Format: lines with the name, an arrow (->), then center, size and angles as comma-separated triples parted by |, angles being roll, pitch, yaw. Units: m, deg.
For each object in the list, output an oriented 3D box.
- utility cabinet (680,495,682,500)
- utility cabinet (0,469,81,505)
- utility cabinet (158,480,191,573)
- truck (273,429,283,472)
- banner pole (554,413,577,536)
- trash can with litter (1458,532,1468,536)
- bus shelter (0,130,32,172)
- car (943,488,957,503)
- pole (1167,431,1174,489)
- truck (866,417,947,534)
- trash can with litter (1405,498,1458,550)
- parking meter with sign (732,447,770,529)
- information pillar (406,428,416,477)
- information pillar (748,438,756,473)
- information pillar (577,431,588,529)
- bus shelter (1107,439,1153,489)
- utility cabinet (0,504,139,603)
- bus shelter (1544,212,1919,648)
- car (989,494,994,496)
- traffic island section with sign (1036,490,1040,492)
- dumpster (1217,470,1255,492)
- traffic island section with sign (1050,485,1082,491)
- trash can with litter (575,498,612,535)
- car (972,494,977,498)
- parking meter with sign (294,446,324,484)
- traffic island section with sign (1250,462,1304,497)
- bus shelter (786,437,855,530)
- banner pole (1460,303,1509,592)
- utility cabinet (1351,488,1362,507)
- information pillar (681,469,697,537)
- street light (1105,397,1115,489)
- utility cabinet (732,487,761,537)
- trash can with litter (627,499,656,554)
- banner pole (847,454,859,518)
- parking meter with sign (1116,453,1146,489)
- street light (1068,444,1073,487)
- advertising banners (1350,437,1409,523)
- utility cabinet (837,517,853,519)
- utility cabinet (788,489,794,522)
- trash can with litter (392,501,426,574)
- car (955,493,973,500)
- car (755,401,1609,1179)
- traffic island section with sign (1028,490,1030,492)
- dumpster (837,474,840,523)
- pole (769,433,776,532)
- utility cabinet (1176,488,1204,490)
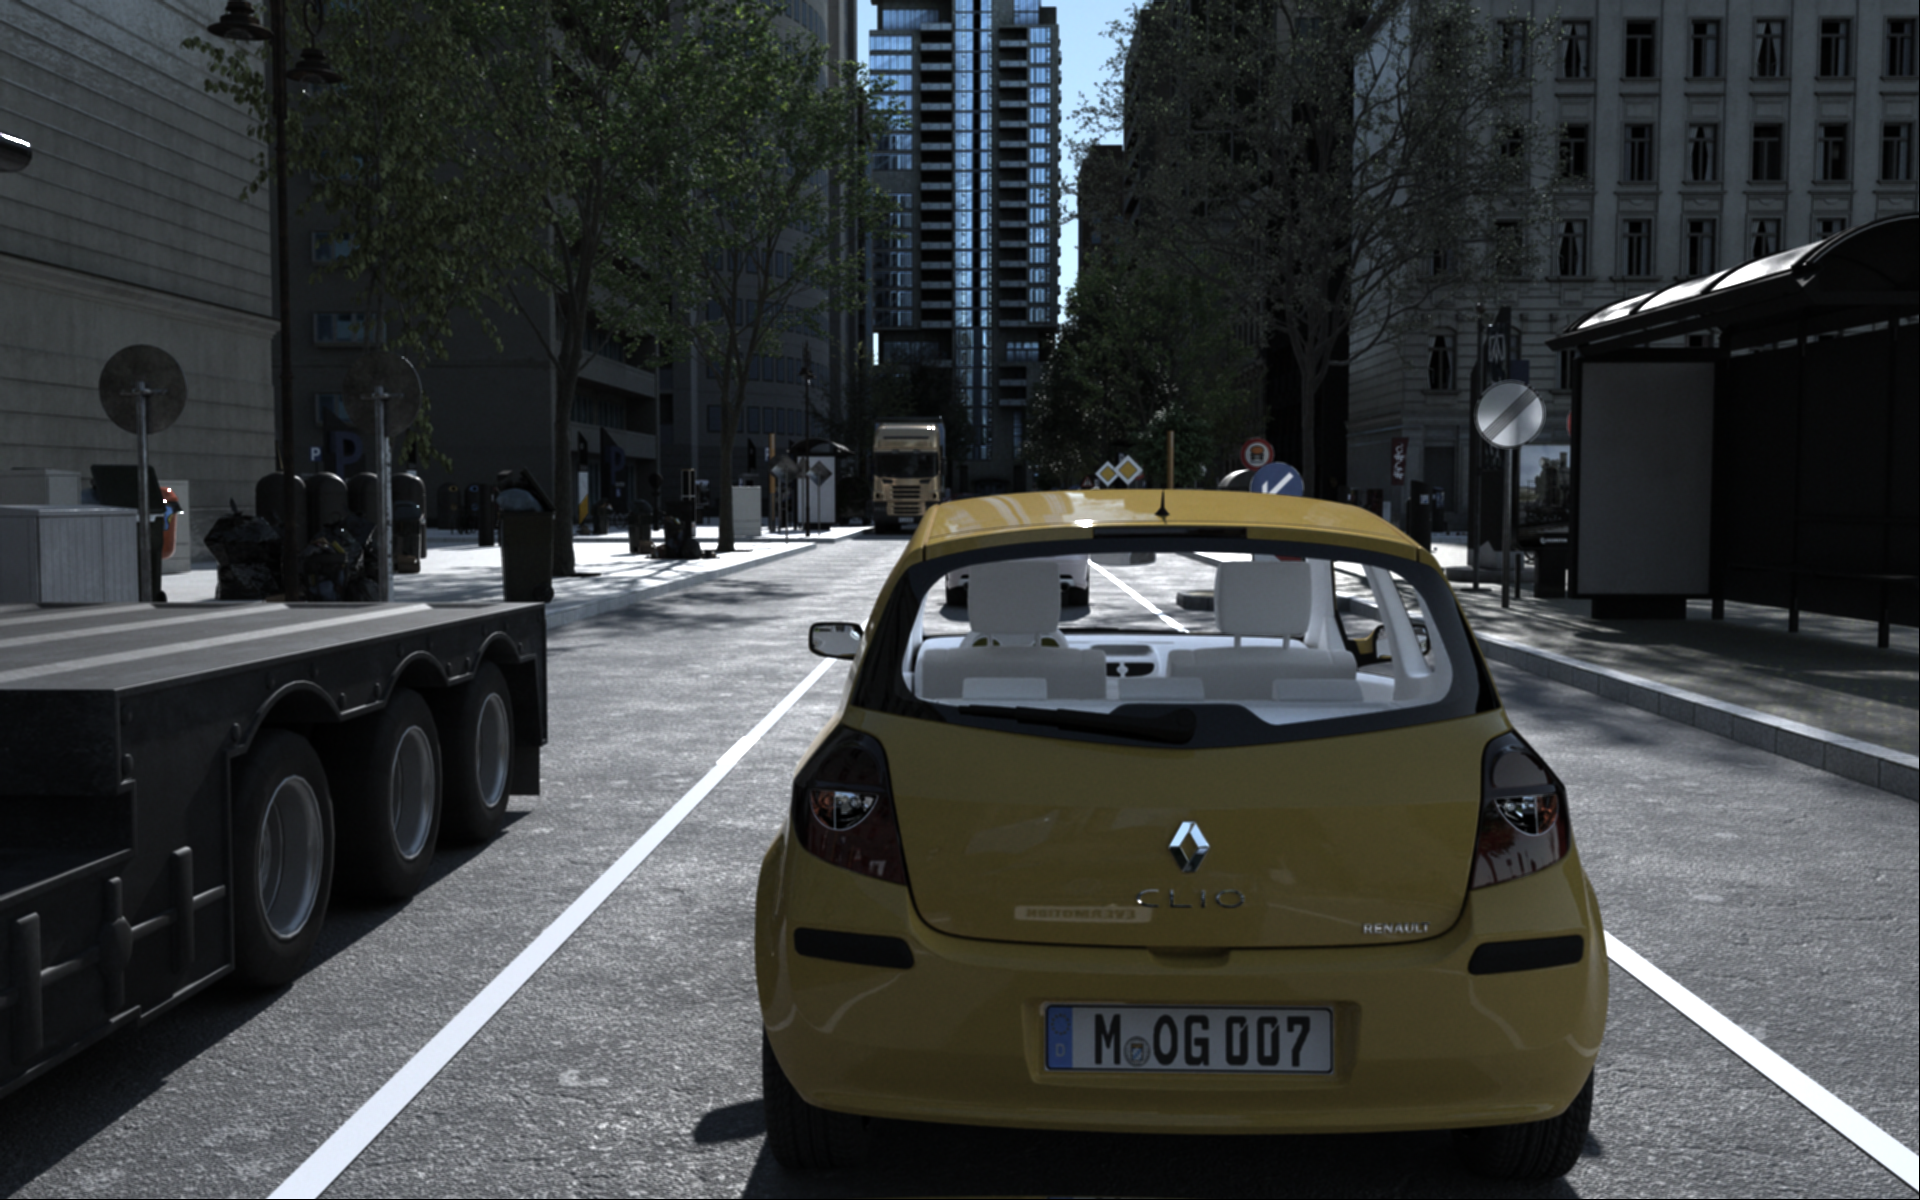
utility cabinet -> -12.381, -4.198, 79.803 | 1.020, 1.237, 0.306 | 1, 4, 19
utility cabinet -> -8.236, -0.421, 15.559 | 1.173, 1.500, 0.318 | 3, 5, 44
utility cabinet -> -12.872, -1.158, 27.619 | 0.318, 1.500, 1.173 | 2, 4, 23
truck -> -23.134, -3.200, 48.240 | 9.791, 3.379, 3.469 | 0, 4, 0
banner pole -> -12.146, -3.864, 53.195 | 0.401, 3.779, 0.863 | 2, 4, 33
trash can with litter -> 15.860, -2.617, 53.843 | 2.233, 1.210, 1.678 | 1, 4, 14
bus shelter -> -6.583, -1.721, 5.766 | 2.179, 5.291, 8.768 | 0, 4, 1
car -> -1.275, -5.836, 104.094 | 2.281, 1.827, 5.304 | 0, 4, 2
pole -> 6.784, -3.794, 55.875 | 0.158, 3.312, 0.155 | 0, 3, 0
truck -> -1.850, -4.662, 65.142 | 2.839, 4.237, 11.283 | 0, 4, 0
trash can with litter -> 10.189, -1.772, 40.022 | 1.678, 1.210, 2.233 | 3, 4, 39
parking meter with sign -> -7.761, -4.116, 63.552 | 1.738, 3.016, 0.543 | -2, 4, -32
information pillar -> -19.130, -4.222, 60.381 | 0.183, 3.616, 0.504 | 1, 4, 17
information pillar -> -8.710, -4.962, 72.482 | 0.183, 3.616, 0.504 | 2, 4, 26
information pillar -> -14.062, -4.477, 64.560 | 0.183, 3.616, 0.504 | 2, 4, 26
bus shelter -> 7.613, -5.251, 77.137 | 1.731, 3.624, 6.357 | 0, 4, 1
utility cabinet -> -5.133, 0.071, 10.002 | 0.306, 1.237, 1.020 | 0, 4, 3
bus shelter -> 6.999, -1.302, 15.207 | 2.014, 3.302, 5.546 | 0, 4, 1
car -> 3.459, -9.787, 170.240 | 2.015, 1.641, 3.980 | 0, 4, 1
traffic island section with sign -> 5.566, -5.806, 103.555 | 1.989, 1.847, 2.006 | 0, 4, 1
dumpster -> 6.925, -2.193, 41.619 | 1.264, 1.857, 1.865 | 0, 4, 1
traffic island section with sign -> 4.973, -4.158, 76.607 | 1.989, 1.847, 2.006 | 0, 4, 1
trash can with litter -> -11.536, -2.641, 54.562 | 1.055, 1.170, 0.624 | -2, 4, -32
car -> 1.293, -10.518, 183.978 | 2.014, 1.417, 4.499 | 0, 4, 1
parking meter with sign -> -23.805, -4.064, 62.715 | 0.543, 3.016, 1.738 | 1, 4, 16
traffic island section with sign -> 3.804, -0.822, 22.064 | 1.989, 1.847, 2.006 | 0, 4, 1
bus shelter -> -5.124, -4.304, 64.289 | 2.014, 3.302, 5.546 | 0, 4, 1
banner pole -> 6.901, -1.995, 22.632 | 0.401, 3.779, 0.863 | -1, 4, -15
utility cabinet -> 13.895, -3.210, 61.161 | 0.318, 1.500, 1.173 | 2, 4, 28
information pillar -> -8.074, -2.878, 51.555 | 0.304, 2.012, 0.304 | 2, 4, 26
street light -> 7.091, -6.695, 82.251 | 0.468, 5.910, 1.993 | 0, 4, 1
utility cabinet -> -6.489, -2.638, 51.803 | 0.318, 1.500, 1.173 | 3, 5, 41
trash can with litter -> -6.772, -1.582, 37.258 | 0.624, 1.170, 1.055 | -2, 4, -27
banner pole -> -5.792, -6.391, 94.516 | 0.863, 3.779, 0.401 | -1, 4, -12
parking meter with sign -> 7.460, -4.684, 72.849 | 1.738, 3.016, 0.543 | 3, 4, 37
street light -> 8.079, -9.400, 126.473 | 0.468, 5.910, 1.993 | 0, 4, 1
advertising banners -> 12.870, -3.525, 53.818 | 2.074, 3.025, 0.090 | 1, 4, 22
utility cabinet -> -6.043, -4.865, 90.698 | 1.020, 1.237, 0.306 | 3, 5, 43
utility cabinet -> -7.632, -4.304, 79.048 | 1.173, 1.500, 0.318 | 3, 5, 41
trash can with litter -> -9.020, -1.040, 28.396 | 0.624, 1.170, 1.055 | -2, 4, -24
car -> 0.346, -8.035, 140.405 | 2.155, 1.783, 4.494 | 0, 4, 0
car -> 0.491, 0.315, 5.078 | 2.015, 1.641, 3.980 | 0, 4, 2
traffic island section with sign -> 7.246, -10.545, 181.045 | 1.989, 1.847, 2.006 | 0, 4, 1
dumpster -> -5.841, -4.523, 76.445 | 1.502, 2.255, 1.985 | 0, 4, 1
pole -> -6.307, -3.936, 58.201 | 0.158, 3.312, 0.155 | 0, 3, 0
utility cabinet -> 8.674, -3.495, 65.816 | 1.173, 1.500, 0.318 | -2, 4, -26
